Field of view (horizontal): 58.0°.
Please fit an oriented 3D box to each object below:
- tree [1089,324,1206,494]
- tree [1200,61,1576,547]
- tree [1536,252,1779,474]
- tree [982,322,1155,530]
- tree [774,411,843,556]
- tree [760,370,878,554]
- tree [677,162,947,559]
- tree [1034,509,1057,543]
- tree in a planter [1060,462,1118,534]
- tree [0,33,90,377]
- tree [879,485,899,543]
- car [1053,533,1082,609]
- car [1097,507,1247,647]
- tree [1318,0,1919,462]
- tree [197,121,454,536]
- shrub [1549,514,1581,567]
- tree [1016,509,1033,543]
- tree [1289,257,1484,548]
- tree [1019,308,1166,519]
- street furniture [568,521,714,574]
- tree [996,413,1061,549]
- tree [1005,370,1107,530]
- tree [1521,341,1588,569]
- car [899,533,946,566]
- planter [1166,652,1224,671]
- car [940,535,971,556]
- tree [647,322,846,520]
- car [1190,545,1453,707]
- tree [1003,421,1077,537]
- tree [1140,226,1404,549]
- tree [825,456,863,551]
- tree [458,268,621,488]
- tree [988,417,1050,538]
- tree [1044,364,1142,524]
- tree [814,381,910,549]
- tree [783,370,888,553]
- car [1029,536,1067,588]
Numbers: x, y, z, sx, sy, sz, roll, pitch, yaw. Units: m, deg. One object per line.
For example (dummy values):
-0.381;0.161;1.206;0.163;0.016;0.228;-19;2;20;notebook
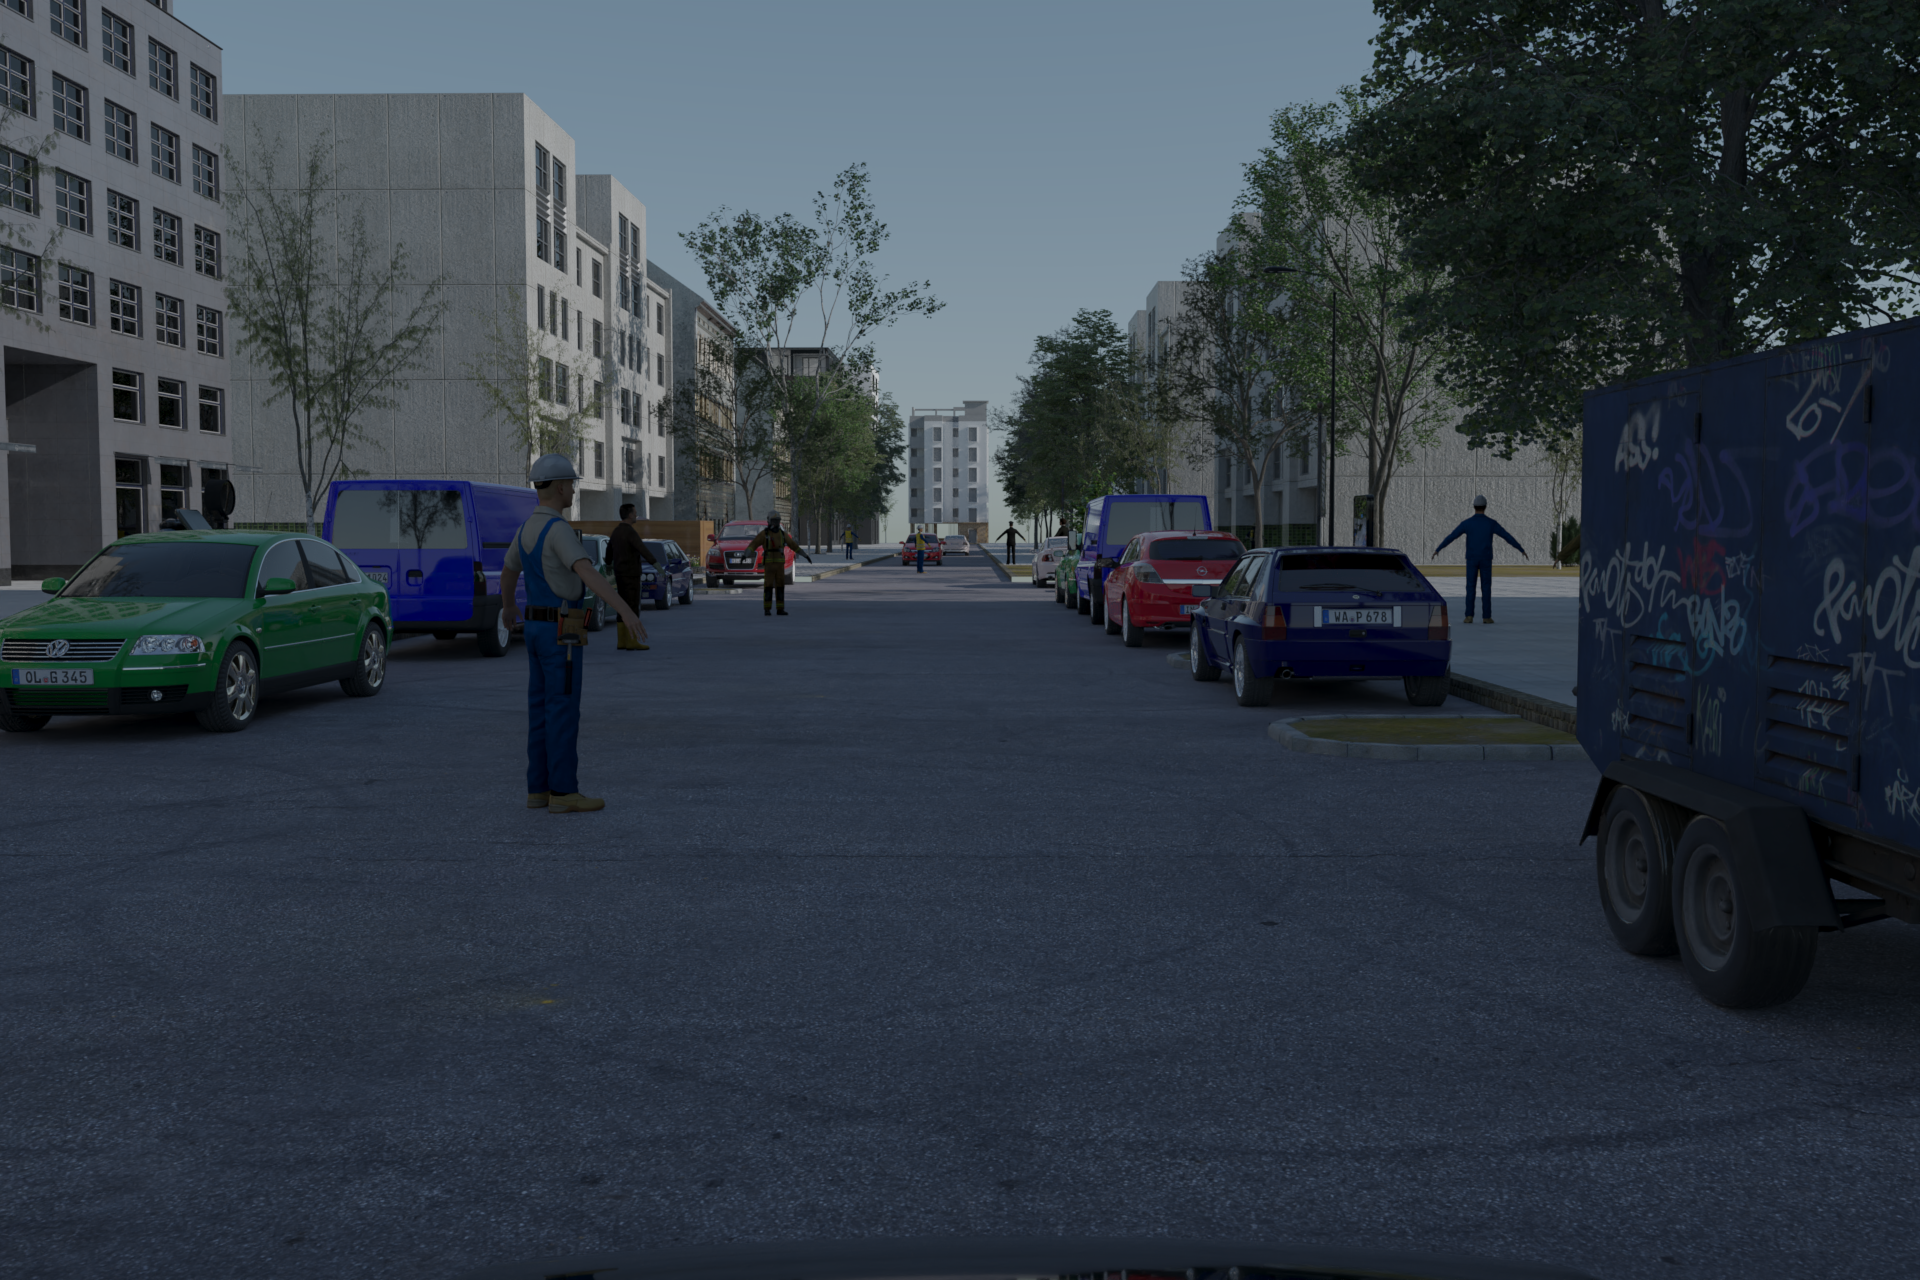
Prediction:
7.219;-6.705;59.985;4.360;8.622;3.978;0;3;0;tree
9.311;-6.870;38.079;9.928;11.665;9.643;0;3;0;tree
22.317;-7.321;54.109;8.767;10.594;7.601;0;4;3;tree
6.462;-11.691;101.511;12.009;13.543;11.850;0;3;0;tree
-8.734;-9.157;100.084;4.360;8.622;3.978;0;3;0;tree
-9.065;-11.258;109.818;9.928;11.665;9.643;0;3;0;tree
-7.531;-14.213;88.267;12.611;20.169;13.585;0;3;0;tree
11.207;-19.362;242.317;9.928;11.665;9.643;0;3;0;tree
3.401;-2.807;43.117;1.991;3.239;1.994;0;4;0;tree in a planter
-12.717;-4.249;19.833;4.360;8.622;3.978;0;3;0;tree
-10.203;-17.921;243.367;4.360;8.622;3.978;0;3;0;tree
2.891;-1.580;34.625;1.959;1.807;4.718;0;4;-1;car
2.966;-0.879;23.405;2.155;1.783;4.494;0;4;0;car
9.051;-6.982;20.812;9.857;13.997;8.962;0;3;0;tree
-12.136;-4.979;31.771;4.360;8.622;3.978;0;3;0;tree
23.673;-3.862;67.188;1.661;2.075;1.752;0;3;0;shrub
10.158;-18.290;249.397;4.360;8.622;3.978;0;3;0;tree
15.479;-8.384;62.840;9.928;11.665;9.643;0;3;0;tree
6.575;-10.326;86.962;7.486;12.596;7.792;0;3;0;tree
-12.461;-3.186;58.943;9.812;1.723;11.010;0;4;5;street furniture
6.702;-13.956;146.314;7.486;12.596;7.792;0;3;0;tree
6.634;-11.931;113.198;7.486;12.596;7.792;0;3;0;tree
21.635;-6.891;63.027;4.360;8.622;3.978;0;3;0;tree
-1.719;-4.327;79.787;2.155;1.783;4.494;0;4;1;car
3.296;0.131;18.996;1.991;0.319;1.994;0;4;1;planter
-0.307;-6.271;114.884;2.083;1.381;4.827;0;4;1;car
-9.170;-8.664;76.074;8.767;10.594;7.601;-2;4;-24;tree
3.151;-0.192;15.728;1.945;1.354;3.894;0;4;-1;car
6.687;-11.510;122.603;7.601;10.594;8.767;-1;4;-17;tree
9.100;-7.177;51.754;8.767;10.594;7.601;1;4;21;tree
-8.806;-10.935;129.155;4.737;8.622;4.395;0;3;0;tree
-12.334;-6.025;48.871;4.360;8.622;3.978;0;3;0;tree
6.536;-12.156;133.156;7.601;10.594;8.767;3;4;37;tree
6.272;-7.608;74.751;4.360;8.622;3.978;0;3;0;tree
-8.959;-14.579;145.023;9.857;13.997;8.962;0;3;0;tree
-8.710;-12.359;120.200;7.486;12.596;7.792;0;3;0;tree
2.966;-2.155;47.594;2.083;1.381;4.827;0;3;0;car
